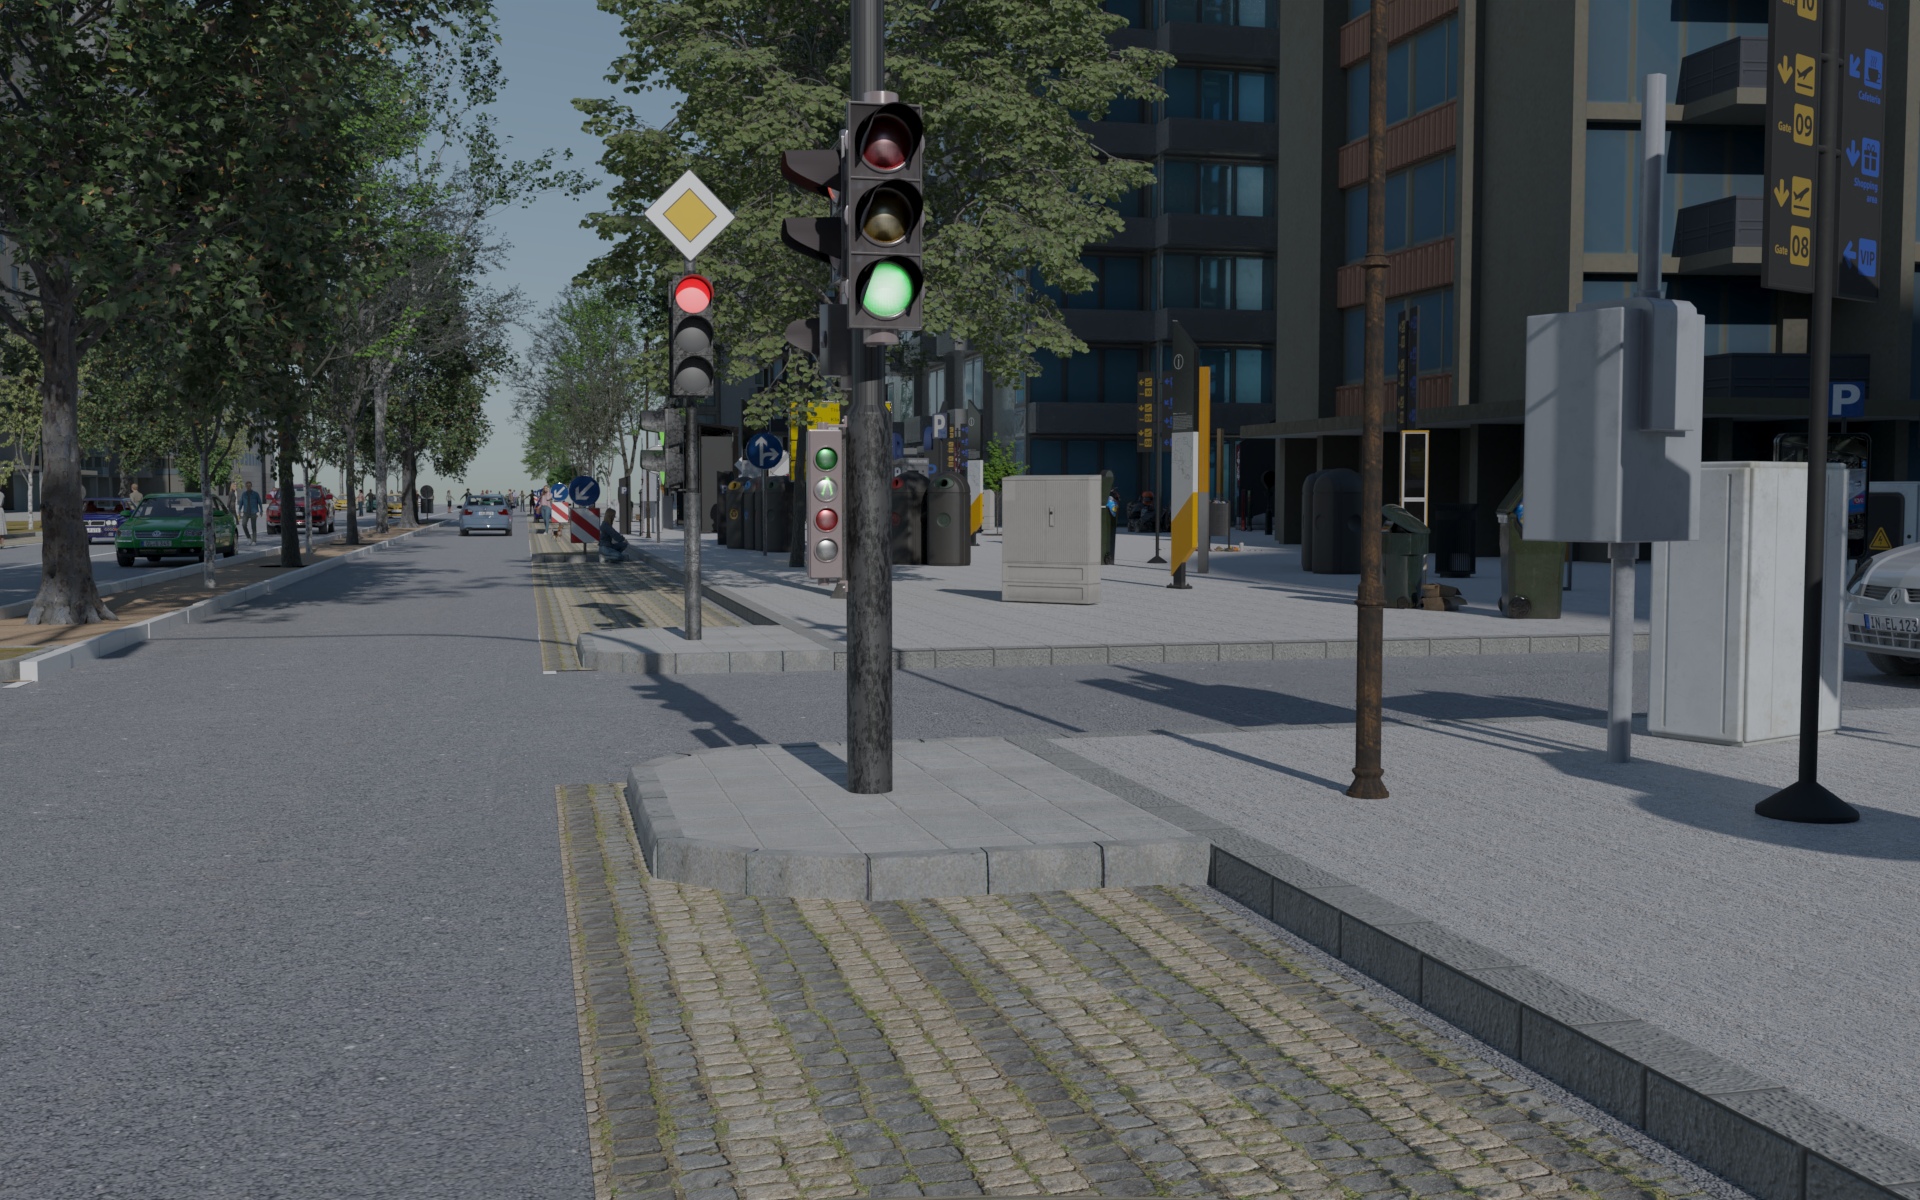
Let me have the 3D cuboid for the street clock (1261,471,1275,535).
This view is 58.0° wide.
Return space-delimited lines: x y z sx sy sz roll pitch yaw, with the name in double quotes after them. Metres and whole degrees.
9.665 -3.033 54.162 0.471 2.002 0.358 -1 4 -12 "street clock"

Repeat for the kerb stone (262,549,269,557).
-15.779 -1.027 39.052 0.120 0.150 1.000 -1 4 -14 "kerb stone"

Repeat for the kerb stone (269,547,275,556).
-16.027 -1.090 40.056 0.120 0.150 1.000 -1 4 -14 "kerb stone"

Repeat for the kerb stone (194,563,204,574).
-13.780 -0.545 31.109 0.120 0.150 1.000 -1 4 -14 "kerb stone"

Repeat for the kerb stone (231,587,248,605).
-9.495 -0.028 22.659 0.120 0.150 1.000 -1 4 -14 "kerb stone"

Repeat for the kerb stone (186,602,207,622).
-8.738 0.163 19.681 0.120 0.150 1.000 -1 4 -14 "kerb stone"

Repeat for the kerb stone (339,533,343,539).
-19.783 -2.005 54.976 0.120 0.150 1.000 -1 4 -14 "kerb stone"

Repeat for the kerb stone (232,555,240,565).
-14.778 -0.783 35.084 0.120 0.150 1.000 -1 4 -14 "kerb stone"

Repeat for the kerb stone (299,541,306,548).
-17.785 -1.518 47.016 0.120 0.150 1.000 -1 4 -14 "kerb stone"

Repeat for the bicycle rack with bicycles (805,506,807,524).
-6.080 -3.696 73.809 2.852 0.926 2.925 -3 4 -39 "bicycle rack with bicycles"

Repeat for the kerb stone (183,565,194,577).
-13.520 -0.484 30.117 0.120 0.150 1.000 -1 4 -14 "kerb stone"

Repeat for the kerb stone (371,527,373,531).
-22.528 -2.674 65.921 0.120 0.150 1.000 -1 4 -14 "kerb stone"

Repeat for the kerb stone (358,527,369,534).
-22.029 -2.552 63.935 0.120 0.150 1.000 -1 4 -14 "kerb stone"

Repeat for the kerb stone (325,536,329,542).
-18.778 -1.758 50.985 0.120 0.150 1.000 -1 4 -14 "kerb stone"

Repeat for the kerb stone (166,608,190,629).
-8.495 0.217 18.688 0.120 0.150 1.000 -1 4 -14 "kerb stone"

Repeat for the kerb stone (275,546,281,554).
-16.274 -1.150 41.048 0.120 0.150 1.000 -1 4 -14 "kerb stone"

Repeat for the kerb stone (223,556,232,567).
-14.530 -0.727 34.087 0.120 0.150 1.000 -1 4 -14 "kerb stone"

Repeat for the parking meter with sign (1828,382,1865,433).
13.943 -1.929 27.807 0.543 3.016 1.738 1 4 13 "parking meter with sign"

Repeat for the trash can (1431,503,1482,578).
7.618 -0.915 26.614 0.748 1.137 0.748 0 3 0 "trash can"

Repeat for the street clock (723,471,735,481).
-7.248 -3.037 54.221 0.358 2.002 0.471 1 4 17 "street clock"

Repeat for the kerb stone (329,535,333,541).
-19.020 -1.818 51.985 0.120 0.150 1.000 -1 4 -14 "kerb stone"

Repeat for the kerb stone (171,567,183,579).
-13.276 -0.422 29.120 0.120 0.150 1.000 -1 4 -14 "kerb stone"

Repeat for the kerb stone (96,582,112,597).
-12.027 -0.118 24.131 0.120 0.150 1.000 -1 4 -14 "kerb stone"

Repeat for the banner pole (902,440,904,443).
-2.709 -4.945 70.870 0.863 3.779 0.401 0 4 -6 "banner pole"

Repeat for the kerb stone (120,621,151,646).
-8.000 0.336 16.702 0.120 0.150 1.000 -1 4 -14 "kerb stone"

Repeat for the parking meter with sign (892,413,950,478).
-1.077 -2.486 36.900 1.738 3.016 0.543 -3 4 -36 "parking meter with sign"

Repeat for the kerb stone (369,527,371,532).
-22.281 -2.614 64.929 0.120 0.150 1.000 -1 4 -14 "kerb stone"

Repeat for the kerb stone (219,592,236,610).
-9.242 0.032 21.669 0.120 0.150 1.000 -1 4 -14 "kerb stone"

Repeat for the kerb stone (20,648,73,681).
-7.242 0.518 13.727 0.120 0.150 1.000 -1 4 -14 "kerb stone"

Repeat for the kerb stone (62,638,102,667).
-7.501 0.458 14.715 0.120 0.150 1.000 -1 4 -14 "kerb stone"

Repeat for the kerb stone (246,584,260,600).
-9.733 -0.089 23.653 0.120 0.150 1.000 -1 4 -14 "kerb stone"

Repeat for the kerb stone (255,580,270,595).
-9.995 -0.151 24.657 0.120 0.150 1.000 -1 4 -14 "kerb stone"

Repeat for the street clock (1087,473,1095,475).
4.596 -3.445 60.902 0.358 2.002 0.471 1 4 16 "street clock"

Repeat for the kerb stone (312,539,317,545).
-18.028 -1.579 48.012 0.120 0.150 1.000 -1 4 -14 "kerb stone"

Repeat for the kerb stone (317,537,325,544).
-18.521 -1.697 49.996 0.120 0.150 1.000 -1 4 -14 "kerb stone"

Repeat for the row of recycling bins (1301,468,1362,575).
6.265 -1.353 29.229 1.069 1.692 3.534 0 4 7 "row of recycling bins"

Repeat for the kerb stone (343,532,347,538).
-20.024 -2.067 55.985 0.120 0.150 1.000 -1 4 -14 "kerb stone"

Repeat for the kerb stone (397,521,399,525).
-25.777 -3.465 78.855 0.120 0.150 1.000 -1 4 -14 "kerb stone"

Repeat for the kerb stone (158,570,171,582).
-13.028 -0.363 28.127 0.120 0.150 1.000 -1 4 -14 "kerb stone"

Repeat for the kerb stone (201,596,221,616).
-8.999 0.093 20.676 0.120 0.150 1.000 -1 4 -14 "kerb stone"

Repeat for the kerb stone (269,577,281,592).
-10.233 -0.210 25.651 0.120 0.150 1.000 -1 4 -14 "kerb stone"

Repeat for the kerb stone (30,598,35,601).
-11.273 0.064 21.149 0.120 0.150 1.000 -1 4 -14 "kerb stone"

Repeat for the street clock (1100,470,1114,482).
4.408 -2.902 52.019 0.358 2.002 0.471 3 5 40 "street clock"

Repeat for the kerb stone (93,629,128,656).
-7.748 0.399 15.707 0.120 0.150 1.000 -1 4 -14 "kerb stone"

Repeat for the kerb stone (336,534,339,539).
-19.537 -1.944 53.978 0.120 0.150 1.000 -1 4 -14 "kerb stone"

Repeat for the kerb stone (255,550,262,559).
-15.534 -0.963 38.058 0.120 0.150 1.000 -1 4 -14 "kerb stone"

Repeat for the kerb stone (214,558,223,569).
-14.276 -0.667 33.095 0.120 0.150 1.000 -1 4 -14 "kerb stone"

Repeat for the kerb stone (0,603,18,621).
-11.025 0.130 20.152 0.120 0.150 1.000 -1 4 -14 "kerb stone"

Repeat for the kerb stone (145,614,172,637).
-8.242 0.276 17.697 0.120 0.150 1.000 -1 4 -14 "kerb stone"

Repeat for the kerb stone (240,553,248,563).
-15.028 -0.849 36.074 0.120 0.150 1.000 -1 4 -14 "kerb stone"

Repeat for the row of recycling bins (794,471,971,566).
-1.302 -1.515 31.881 3.534 1.692 1.069 2 4 34 "row of recycling bins"

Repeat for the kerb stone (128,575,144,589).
-12.526 -0.241 26.134 0.120 0.150 1.000 -1 4 -14 "kerb stone"

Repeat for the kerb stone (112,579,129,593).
-12.280 -0.176 25.138 0.120 0.150 1.000 -1 4 -14 "kerb stone"

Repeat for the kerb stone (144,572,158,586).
-12.770 -0.302 27.129 0.120 0.150 1.000 -1 4 -14 "kerb stone"

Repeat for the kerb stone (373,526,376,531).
-22.780 -2.732 66.916 0.120 0.150 1.000 -1 4 -14 "kerb stone"

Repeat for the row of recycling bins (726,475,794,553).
-4.429 -1.984 39.547 1.069 1.692 3.534 -2 4 -26 "row of recycling bins"

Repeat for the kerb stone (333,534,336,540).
-19.275 -1.883 52.977 0.120 0.150 1.000 -1 4 -14 "kerb stone"

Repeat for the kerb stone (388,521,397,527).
-25.533 -3.404 77.860 0.120 0.150 1.000 -1 4 -14 "kerb stone"

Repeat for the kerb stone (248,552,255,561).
-15.277 -0.909 37.069 0.120 0.150 1.000 -1 4 -14 "kerb stone"
